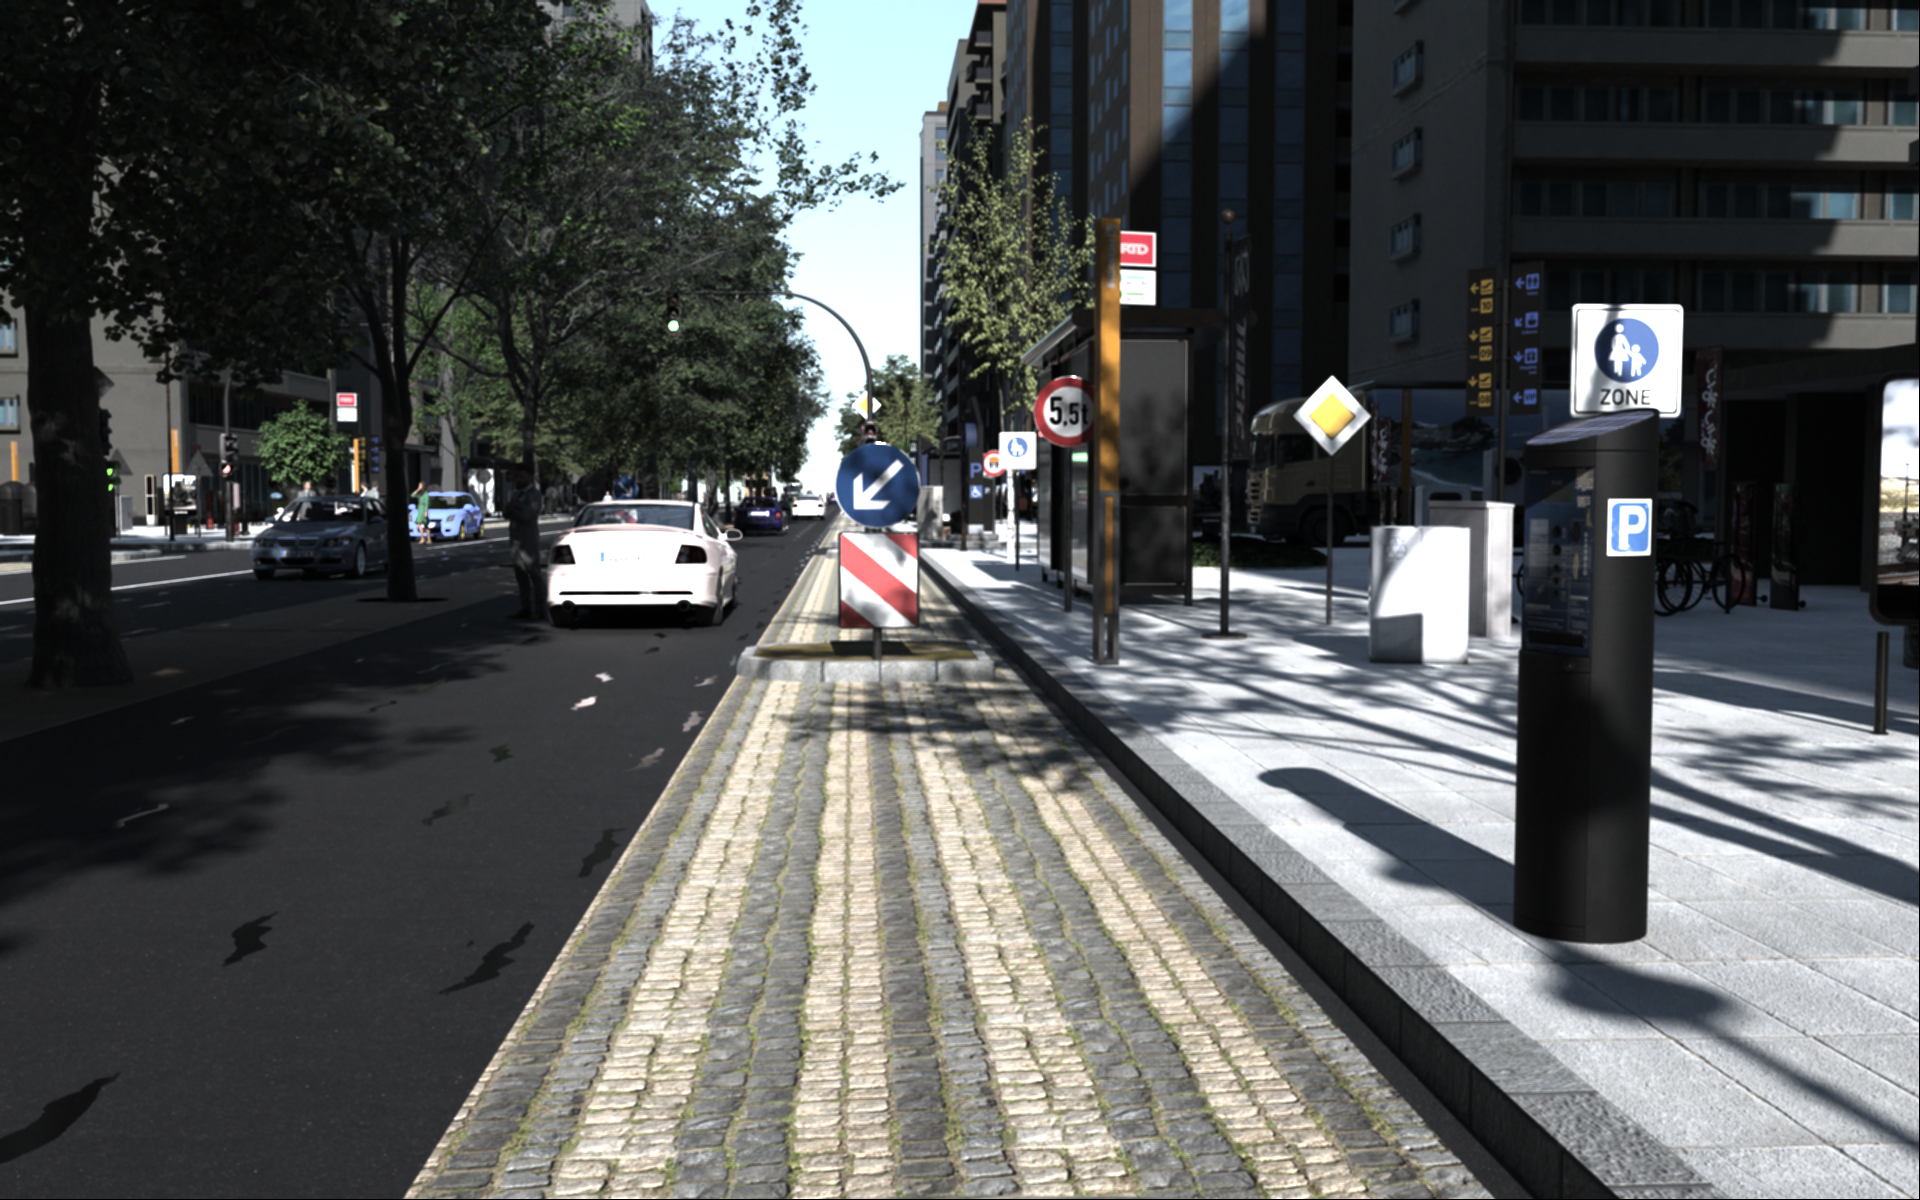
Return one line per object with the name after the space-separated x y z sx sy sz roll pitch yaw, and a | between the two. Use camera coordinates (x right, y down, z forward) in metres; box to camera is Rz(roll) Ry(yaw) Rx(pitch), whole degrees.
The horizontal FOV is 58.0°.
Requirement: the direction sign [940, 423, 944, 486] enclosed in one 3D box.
-0.582 -3.885 55.519 0.379 3.537 0.876 0 4 6 | direction sign

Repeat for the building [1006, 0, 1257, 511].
10.556 -28.416 114.715 14.600 45.320 14.200 0 4 -4 | building

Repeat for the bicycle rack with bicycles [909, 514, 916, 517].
-2.743 -5.030 95.630 2.852 0.926 2.925 -1 4 -16 | bicycle rack with bicycles

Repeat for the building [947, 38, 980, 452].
9.842 -33.956 178.882 21.300 48.544 21.600 0 4 -4 | building

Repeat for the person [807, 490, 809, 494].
-15.127 -10.053 172.883 1.348 1.822 0.705 3 5 39 | person

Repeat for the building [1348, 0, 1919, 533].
26.521 -27.025 65.557 21.600 48.544 21.300 0 4 -4 | building

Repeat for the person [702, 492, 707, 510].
-22.414 -8.663 151.616 0.415 1.643 0.593 -3 4 -36 | person

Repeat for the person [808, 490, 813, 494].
-12.572 -8.389 145.757 1.348 1.812 0.705 0 4 6 | person

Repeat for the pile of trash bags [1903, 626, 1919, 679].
7.903 -0.172 12.559 1.912 1.369 3.447 2 4 27 | pile of trash bags

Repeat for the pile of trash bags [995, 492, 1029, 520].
1.832 -4.639 85.595 3.447 1.369 1.912 1 4 17 | pile of trash bags

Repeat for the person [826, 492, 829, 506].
-15.847 -12.033 205.957 0.721 1.735 1.217 0 4 -1 | person

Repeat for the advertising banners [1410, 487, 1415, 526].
10.063 -2.618 38.989 0.090 3.025 2.074 -2 4 -32 | advertising banners

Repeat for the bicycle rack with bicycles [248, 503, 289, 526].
-27.994 -3.486 70.385 2.852 0.926 2.925 0 4 6 | bicycle rack with bicycles

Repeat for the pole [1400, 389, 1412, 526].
8.708 -2.445 33.812 0.158 3.312 0.155 0 3 0 | pole

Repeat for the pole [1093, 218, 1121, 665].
1.098 -1.169 12.952 0.158 3.312 0.155 0 3 0 | pole

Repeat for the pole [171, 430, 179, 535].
-24.809 -3.728 54.798 0.158 3.312 0.155 0 3 0 | pole

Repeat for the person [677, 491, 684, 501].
-24.539 -8.733 151.999 0.721 1.736 1.217 -3 5 -40 | person

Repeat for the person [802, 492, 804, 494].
-20.792 -13.423 228.692 1.217 1.736 0.721 0 4 6 | person

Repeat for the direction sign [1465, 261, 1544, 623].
5.393 -1.544 17.239 0.379 3.537 0.876 -2 4 -35 | direction sign

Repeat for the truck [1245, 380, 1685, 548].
12.361 -3.368 43.973 11.283 4.237 2.839 0 4 -3 | truck

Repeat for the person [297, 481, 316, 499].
-18.783 -2.523 49.847 0.767 1.812 0.694 3 5 43 | person

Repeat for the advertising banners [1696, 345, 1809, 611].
9.023 -1.447 19.851 0.090 3.025 2.074 -1 4 -10 | advertising banners

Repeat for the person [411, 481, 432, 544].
-15.254 -2.479 49.287 0.600 1.795 0.529 3 5 39 | person

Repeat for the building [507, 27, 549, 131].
-47.489 -30.180 148.062 22.147 44.769 28.867 0 4 -4 | building

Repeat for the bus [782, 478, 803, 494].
-25.753 -16.898 267.831 2.896 3.916 12.252 0 4 -3 | bus

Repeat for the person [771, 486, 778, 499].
-9.338 -4.793 86.873 0.388 1.821 0.555 2 4 26 | person

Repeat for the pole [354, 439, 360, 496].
-22.306 -4.294 64.055 0.158 3.312 0.155 0 3 0 | pole

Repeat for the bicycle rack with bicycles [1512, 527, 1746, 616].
7.354 -0.350 19.103 2.925 0.926 2.852 -1 4 -13 | bicycle rack with bicycles

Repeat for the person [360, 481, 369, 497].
-18.200 -2.733 53.200 0.654 1.822 0.581 -2 4 -27 | person

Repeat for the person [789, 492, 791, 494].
-22.349 -13.323 227.042 1.217 1.736 0.721 -3 5 -42 | person

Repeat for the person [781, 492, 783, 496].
-28.421 -16.314 275.951 1.217 1.735 0.721 -3 4 -38 | person

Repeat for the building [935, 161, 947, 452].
8.046 -37.824 238.031 23.786 49.044 30.456 0 4 -4 | building

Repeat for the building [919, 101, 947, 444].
4.333 -44.338 266.927 21.231 58.520 28.212 0 4 -4 | building

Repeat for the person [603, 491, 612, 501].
-21.352 -5.794 105.041 0.589 1.601 0.330 0 4 -3 | person

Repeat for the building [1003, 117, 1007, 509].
10.092 -22.081 132.726 14.160 30.474 14.107 0 4 -4 | building

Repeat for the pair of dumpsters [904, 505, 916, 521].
-2.140 -5.060 85.228 1.574 2.255 4.437 0 4 -3 | pair of dumpsters

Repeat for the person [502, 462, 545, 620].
-5.020 -0.681 19.811 0.511 1.800 0.466 2 4 29 | person

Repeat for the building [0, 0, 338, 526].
-42.300 -27.758 77.544 21.300 48.544 21.600 0 4 -4 | building

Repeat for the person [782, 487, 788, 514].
-9.770 -5.368 96.282 0.388 1.821 0.555 -1 4 -19 | person

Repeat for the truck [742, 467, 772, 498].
-20.026 -11.199 172.014 2.839 4.237 11.283 0 4 -5 | truck

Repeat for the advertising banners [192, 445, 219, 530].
-27.037 -4.048 62.377 0.090 3.025 2.074 0 4 7 | advertising banners

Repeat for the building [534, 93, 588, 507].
-44.967 -29.749 169.984 14.154 41.232 14.086 0 4 -4 | building

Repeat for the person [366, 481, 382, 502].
-16.687 -2.498 49.435 0.635 1.810 0.391 2 4 32 | person

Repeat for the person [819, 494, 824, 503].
-10.802 -7.469 133.885 0.557 1.426 1.065 -3 4 -39 | person

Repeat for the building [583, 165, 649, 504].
-51.653 -34.916 225.498 22.147 44.769 28.867 0 4 -4 | building

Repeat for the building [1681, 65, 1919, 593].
21.946 -21.940 13.340 22.147 44.769 28.867 0 4 -4 | building

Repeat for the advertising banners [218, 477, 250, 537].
-21.953 -3.442 52.465 0.090 3.025 2.074 0 4 -3 | advertising banners

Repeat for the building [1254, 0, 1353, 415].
14.181 -26.659 85.993 14.600 45.320 14.200 0 4 -4 | building

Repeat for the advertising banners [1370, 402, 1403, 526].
7.956 -2.217 32.433 0.090 3.025 2.074 0 4 -2 | advertising banners

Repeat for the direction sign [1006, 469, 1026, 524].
2.362 -4.967 73.212 0.876 3.537 0.379 -1 4 -13 | direction sign

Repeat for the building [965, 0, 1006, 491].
11.852 -30.536 153.887 22.147 44.769 28.867 0 4 -4 | building

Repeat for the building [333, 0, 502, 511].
-41.328 -27.124 127.073 14.154 41.232 14.086 0 4 -4 | building

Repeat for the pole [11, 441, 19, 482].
-36.658 -4.488 67.224 0.158 3.312 0.155 0 3 0 | pole

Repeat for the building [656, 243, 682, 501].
-50.952 -35.765 268.350 14.154 41.232 14.086 0 4 -4 | building

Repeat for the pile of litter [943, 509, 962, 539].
-0.346 -2.221 50.279 1.176 0.858 1.719 1 4 21 | pile of litter

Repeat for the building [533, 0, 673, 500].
-52.493 -49.619 249.518 20.563 71.187 20.611 0 4 -4 | building
